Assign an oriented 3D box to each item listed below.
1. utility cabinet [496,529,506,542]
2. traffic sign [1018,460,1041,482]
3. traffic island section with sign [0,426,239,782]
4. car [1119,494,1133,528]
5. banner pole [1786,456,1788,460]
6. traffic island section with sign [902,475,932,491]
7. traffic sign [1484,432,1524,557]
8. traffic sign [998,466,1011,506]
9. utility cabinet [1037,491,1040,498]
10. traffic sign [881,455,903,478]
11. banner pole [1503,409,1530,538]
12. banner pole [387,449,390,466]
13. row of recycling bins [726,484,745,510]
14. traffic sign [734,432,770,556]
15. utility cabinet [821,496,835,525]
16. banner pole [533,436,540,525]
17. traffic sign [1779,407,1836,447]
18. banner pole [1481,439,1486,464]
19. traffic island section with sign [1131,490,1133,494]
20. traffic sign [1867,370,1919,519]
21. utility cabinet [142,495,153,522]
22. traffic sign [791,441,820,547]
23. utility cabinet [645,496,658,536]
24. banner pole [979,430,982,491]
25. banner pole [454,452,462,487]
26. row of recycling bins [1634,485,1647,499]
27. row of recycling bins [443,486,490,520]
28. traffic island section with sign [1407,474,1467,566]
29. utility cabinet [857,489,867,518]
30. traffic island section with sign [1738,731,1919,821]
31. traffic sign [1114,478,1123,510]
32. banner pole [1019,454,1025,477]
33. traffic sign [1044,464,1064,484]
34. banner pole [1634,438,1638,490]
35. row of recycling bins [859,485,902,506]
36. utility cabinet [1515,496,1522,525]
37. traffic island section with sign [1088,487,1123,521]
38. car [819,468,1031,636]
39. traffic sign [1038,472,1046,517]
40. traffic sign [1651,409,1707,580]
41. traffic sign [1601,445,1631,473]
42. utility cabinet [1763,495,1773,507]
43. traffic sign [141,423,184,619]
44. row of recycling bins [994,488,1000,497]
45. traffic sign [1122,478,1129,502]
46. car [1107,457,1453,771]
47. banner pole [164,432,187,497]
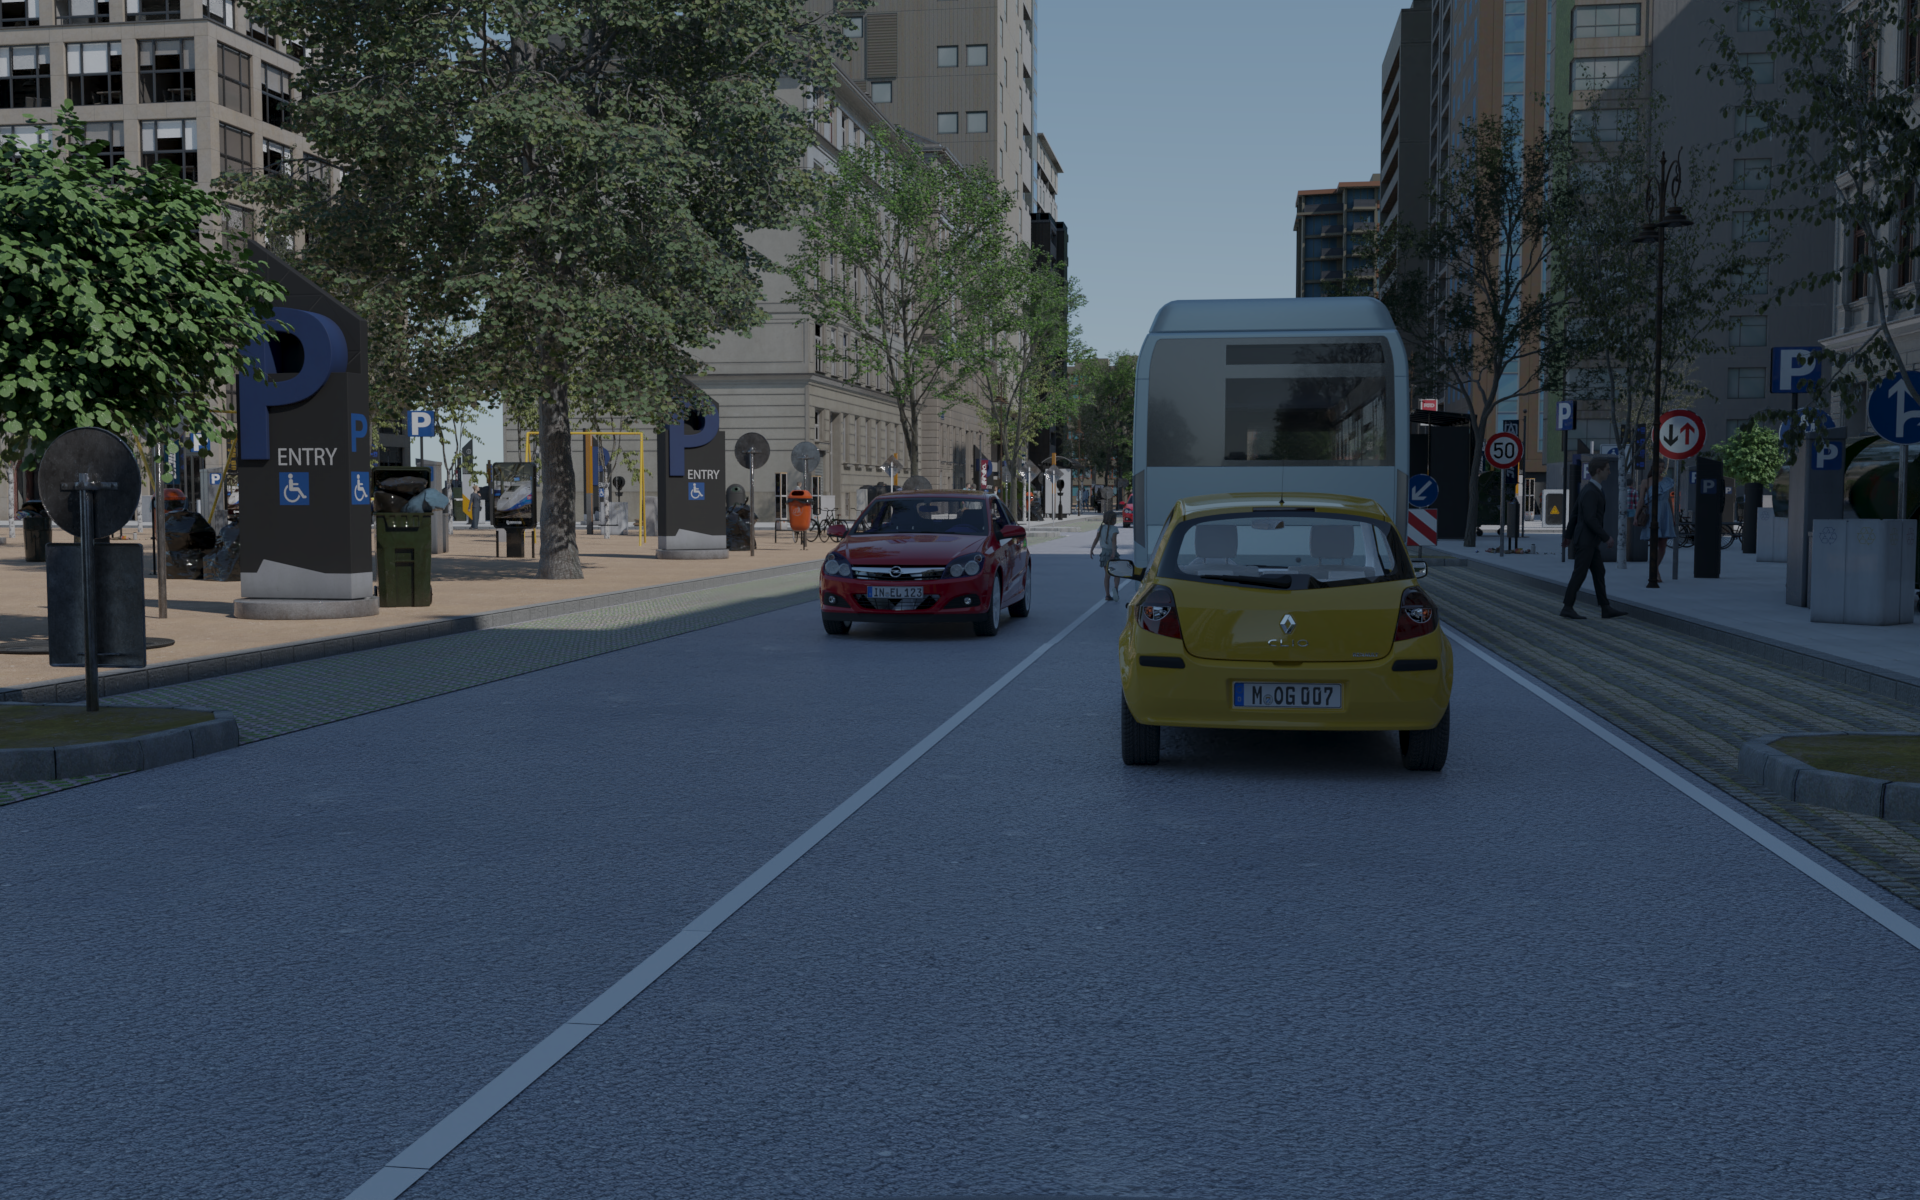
[{"bbox_3d":[-12.289,-2.184,46.864,0.306,1.237,1.020,0,4,-1],"label":"utility cabinet"},{"bbox_3d":[2.326,-3.447,58.546,0.795,2.593,0.064,1,4,9],"label":"traffic sign"},{"bbox_3d":[-5.142,-0.052,9.481,1.989,1.847,2.006,1,4,9],"label":"traffic island section with sign"},{"bbox_3d":[7.947,-4.003,74.486,2.155,1.783,4.494,0,4,8],"label":"car"},{"bbox_3d":[33.442,-4.870,69.637,0.863,3.779,0.401,-1,4,-13],"label":"banner pole"},{"bbox_3d":[-0.925,-1.681,36.106,1.989,1.847,2.006,1,4,9],"label":"traffic island section with sign"},{"bbox_3d":[11.101,-2.159,35.410,0.768,2.556,0.104,1,4,12],"label":"traffic sign"},{"bbox_3d":[2.085,-4.747,77.711,0.768,2.556,0.104,1,4,17],"label":"traffic sign"},{"bbox_3d":[5.642,-7.312,128.233,1.173,1.500,0.318,-3,5,-39],"label":"utility cabinet"},{"bbox_3d":[-2.285,-3.548,57.745,0.795,2.593,0.064,1,4,16],"label":"traffic sign"},{"bbox_3d":[16.433,-3.742,51.203,0.863,3.779,0.401,2,4,28],"label":"banner pole"},{"bbox_3d":[-31.381,-6.429,95.136,0.401,3.779,0.863,-1,4,-15],"label":"banner pole"},{"bbox_3d":[-10.330,-3.828,69.707,3.534,1.692,1.069,1,4,10],"label":"row of recycling bins"},{"bbox_3d":[-4.285,-2.175,35.665,0.768,2.556,0.104,1,4,11],"label":"traffic sign"},{"bbox_3d":[-5.727,-3.771,72.822,0.306,1.237,1.020,3,5,44],"label":"utility cabinet"},{"bbox_3d":[-17.821,-5.069,72.891,0.401,3.779,0.863,0,4,6],"label":"banner pole"},{"bbox_3d":[12.425,-1.550,25.455,0.768,2.556,0.104,1,4,19],"label":"traffic sign"},{"bbox_3d":[20.644,-4.842,69.177,0.401,3.779,0.863,-3,4,-36],"label":"banner pole"},{"bbox_3d":[12.041,-6.684,117.914,1.989,1.847,2.006,1,4,9],"label":"traffic island section with sign"},{"bbox_3d":[9.767,-1.091,17.944,0.768,2.556,0.104,1,4,11],"label":"traffic sign"},{"bbox_3d":[-36.889,-4.145,78.935,1.020,1.237,0.306,2,4,29],"label":"utility cabinet"},{"bbox_3d":[-3.753,-2.559,41.939,0.768,2.556,0.104,1,4,18],"label":"traffic sign"},{"bbox_3d":[-9.451,-2.565,53.103,0.306,1.237,1.020,0,4,-4],"label":"utility cabinet"},{"bbox_3d":[0.800,-4.721,67.204,0.401,3.779,0.863,0,4,-2],"label":"banner pole"},{"bbox_3d":[-29.713,-6.881,102.521,0.401,3.779,0.863,1,4,17],"label":"banner pole"},{"bbox_3d":[27.988,-4.126,74.576,3.534,1.692,1.069,0,4,1],"label":"row of recycling bins"},{"bbox_3d":[-28.200,-5.488,96.840,3.534,1.692,1.069,-1,4,-20],"label":"row of recycling bins"},{"bbox_3d":[9.158,-1.620,35.118,1.989,1.847,2.006,1,4,9],"label":"traffic island section with sign"},{"bbox_3d":[-4.280,-4.082,75.426,0.318,1.500,1.173,0,4,6],"label":"utility cabinet"},{"bbox_3d":[4.908,0.022,8.261,1.989,1.847,2.006,1,4,9],"label":"traffic island section with sign"},{"bbox_3d":[12.441,-8.308,135.943,0.768,2.556,0.104,1,4,10],"label":"traffic sign"},{"bbox_3d":[3.477,-6.509,96.441,0.863,3.779,0.401,-3,5,-40],"label":"banner pole"},{"bbox_3d":[3.576,-3.929,66.433,0.795,2.593,0.064,1,4,9],"label":"traffic sign"},{"bbox_3d":[26.598,-4.779,68.153,0.401,3.779,0.863,1,4,14],"label":"banner pole"},{"bbox_3d":[-3.546,-4.391,78.898,1.069,1.692,3.534,2,4,24],"label":"row of recycling bins"},{"bbox_3d":[23.416,-3.751,72.492,0.306,1.237,1.020,1,4,16],"label":"utility cabinet"},{"bbox_3d":[7.799,-5.048,91.169,1.989,1.847,2.006,1,4,9],"label":"traffic island section with sign"},{"bbox_3d":[-0.292,-0.603,18.900,2.155,1.783,4.494,1,4,9],"label":"car"},{"bbox_3d":[4.837,-6.020,98.535,0.768,2.556,0.104,1,4,10],"label":"traffic sign"},{"bbox_3d":[10.735,-1.579,25.925,0.768,2.556,0.104,1,4,16],"label":"traffic sign"},{"bbox_3d":[13.480,-2.051,35.663,0.606,2.300,0.079,1,4,17],"label":"traffic sign"},{"bbox_3d":[35.603,-4.025,76.965,1.020,1.237,0.306,1,4,14],"label":"utility cabinet"},{"bbox_3d":[-8.217,-1.081,17.780,0.768,2.556,0.104,1,4,15],"label":"traffic sign"},{"bbox_3d":[2.919,-5.867,103.035,3.534,1.692,1.069,2,4,24],"label":"row of recycling bins"},{"bbox_3d":[13.113,-8.459,138.417,0.768,2.556,0.104,1,4,13],"label":"traffic sign"},{"bbox_3d":[1.870,-0.015,10.473,2.015,1.641,3.980,0,4,7],"label":"car"},{"bbox_3d":[-24.275,-3.898,53.742,0.863,3.779,0.401,-3,5,-43],"label":"banner pole"}]
